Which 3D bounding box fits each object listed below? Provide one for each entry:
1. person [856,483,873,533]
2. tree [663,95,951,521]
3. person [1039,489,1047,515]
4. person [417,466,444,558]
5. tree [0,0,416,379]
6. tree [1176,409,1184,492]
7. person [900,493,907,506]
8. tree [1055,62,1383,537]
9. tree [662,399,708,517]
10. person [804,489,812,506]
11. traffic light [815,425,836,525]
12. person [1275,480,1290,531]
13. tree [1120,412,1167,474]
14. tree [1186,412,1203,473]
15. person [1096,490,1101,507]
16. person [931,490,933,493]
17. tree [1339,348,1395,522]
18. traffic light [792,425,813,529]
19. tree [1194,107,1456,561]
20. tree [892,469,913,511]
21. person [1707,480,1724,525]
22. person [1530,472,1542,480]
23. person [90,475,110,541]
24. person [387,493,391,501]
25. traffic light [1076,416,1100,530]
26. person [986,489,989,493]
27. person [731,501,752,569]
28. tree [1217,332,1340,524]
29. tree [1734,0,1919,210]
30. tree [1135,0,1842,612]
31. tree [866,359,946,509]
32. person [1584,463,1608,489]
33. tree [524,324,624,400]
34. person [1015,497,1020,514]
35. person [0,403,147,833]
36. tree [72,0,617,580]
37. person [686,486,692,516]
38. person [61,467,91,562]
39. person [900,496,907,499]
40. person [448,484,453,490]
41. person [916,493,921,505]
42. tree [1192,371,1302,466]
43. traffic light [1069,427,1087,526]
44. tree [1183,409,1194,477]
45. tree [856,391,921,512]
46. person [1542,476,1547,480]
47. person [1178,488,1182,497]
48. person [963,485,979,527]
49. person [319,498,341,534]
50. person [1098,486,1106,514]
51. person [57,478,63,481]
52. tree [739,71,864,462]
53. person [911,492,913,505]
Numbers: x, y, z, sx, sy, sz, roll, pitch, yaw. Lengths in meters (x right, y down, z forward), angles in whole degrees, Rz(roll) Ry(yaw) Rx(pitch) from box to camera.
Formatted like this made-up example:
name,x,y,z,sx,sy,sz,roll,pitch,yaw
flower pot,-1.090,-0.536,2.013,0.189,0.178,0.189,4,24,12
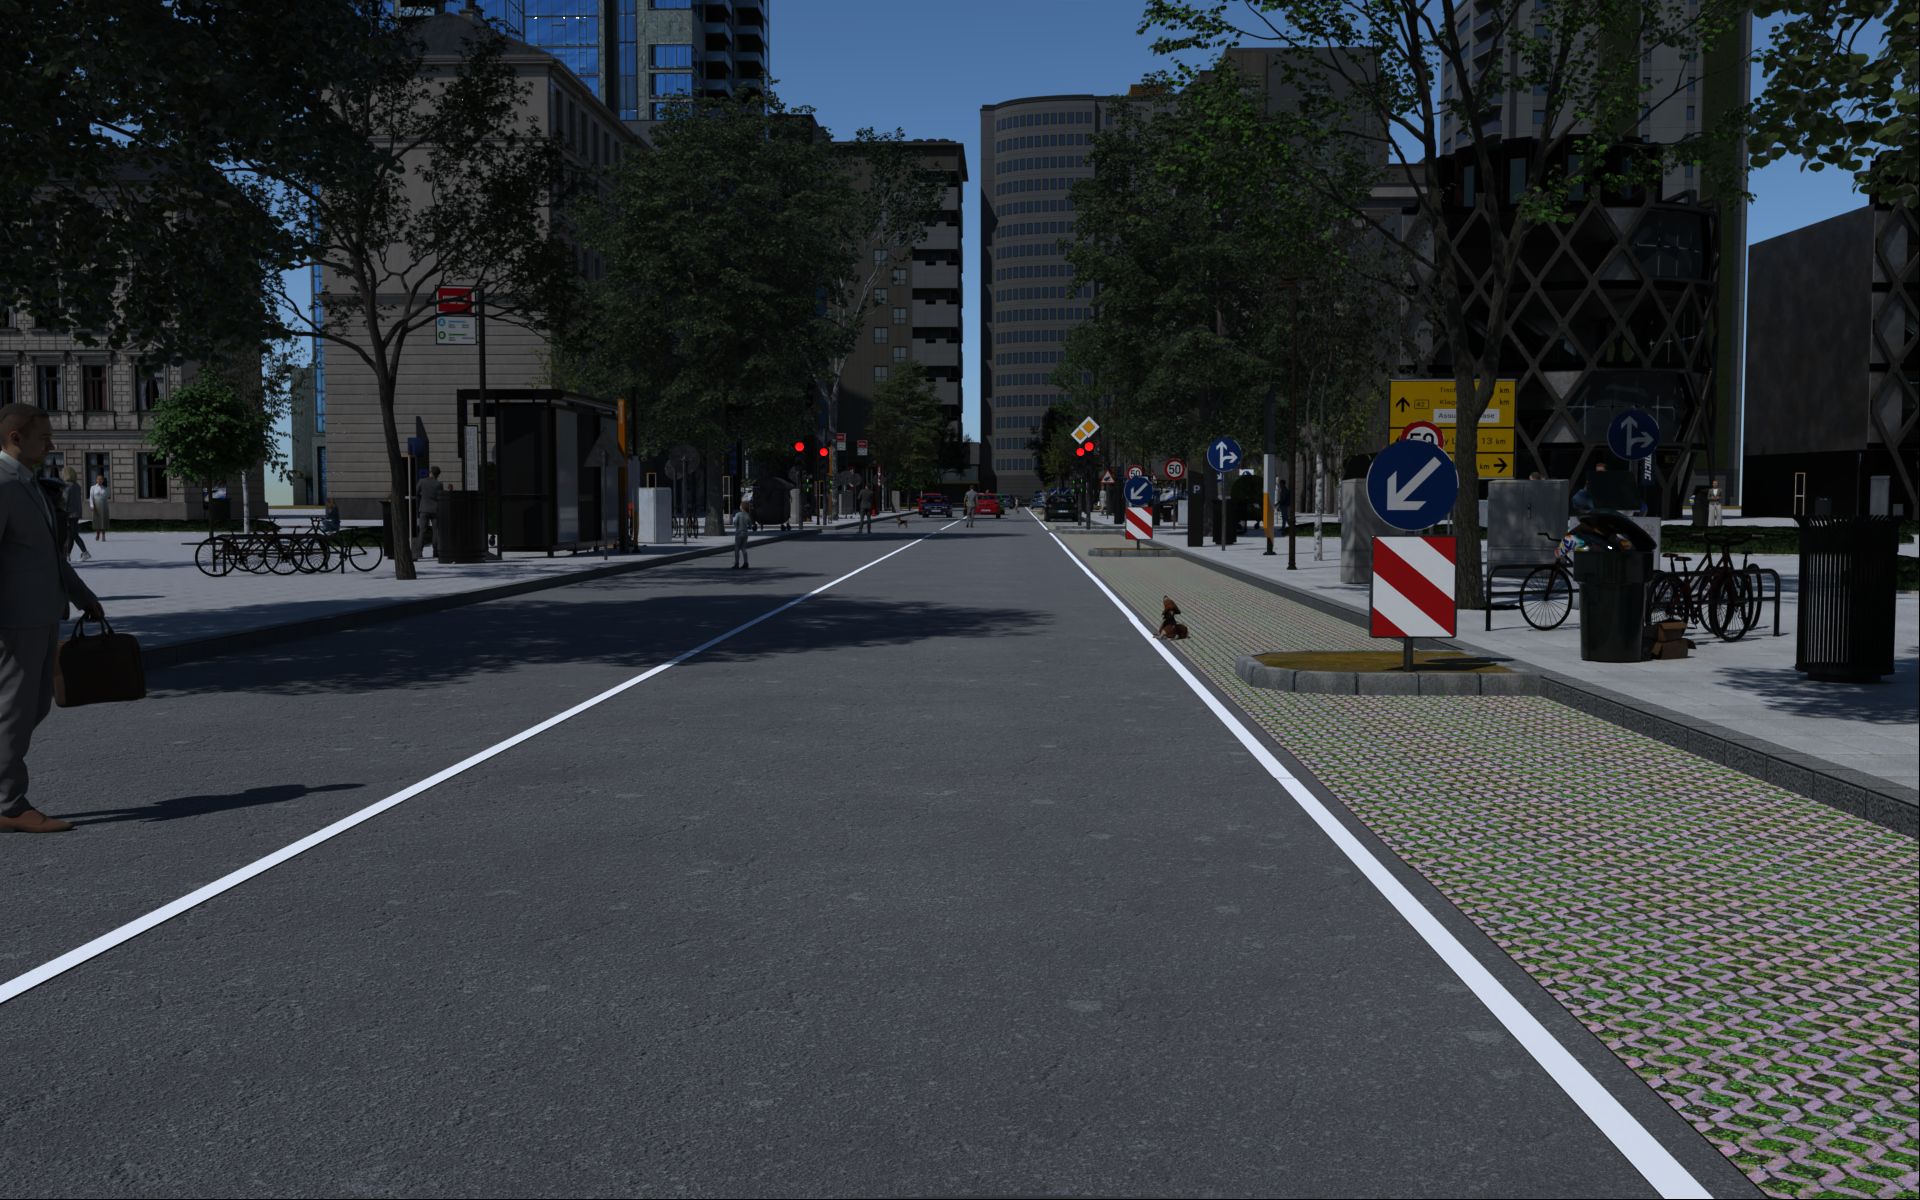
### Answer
name,x,y,z,sx,sy,sz,roll,pitch,yaw
person,-3.491,-3.375,63.484,0.655,1.846,0.447,-1,4,-17
tree,-7.372,-13.941,83.821,12.611,20.169,13.585,0,3,0
person,5.838,-6.771,119.292,0.778,1.811,0.616,0,4,7
person,-10.783,-1.792,35.141,0.655,1.846,0.447,-1,4,-18
tree,-8.395,-6.491,12.789,9.857,13.997,8.962,0,3,0
tree,17.607,-11.588,139.830,4.360,8.622,3.978,0,3,0
person,-5.985,-10.755,182.403,1.217,1.766,0.721,2,4,34
tree,7.649,-8.881,51.853,9.857,13.997,8.962,0,3,0
tree,-16.070,-9.521,106.038,4.737,8.622,4.395,0,3,0
person,-15.402,-10.324,175.367,0.617,1.759,0.750,1,4,22
traffic light,-5.502,-4.997,70.629,0.839,4.253,0.868,0,4,2
person,11.159,-3.253,59.579,0.721,1.781,0.623,0,4,4
tree,13.255,-10.660,124.647,4.737,8.622,4.395,0,3,0
tree,13.576,-8.232,84.955,4.737,8.622,4.395,0,3,0
person,13.459,-9.908,168.867,0.721,1.723,1.217,-1,4,-12
person,-3.523,-12.458,210.263,0.750,1.759,0.617,1,4,15
tree,17.709,-7.903,79.575,4.737,8.622,4.395,0,3,0
traffic light,-5.746,-4.509,62.648,0.839,4.253,0.868,0,4,2
tree,7.127,-5.060,33.097,4.360,8.622,3.978,0,3,0
tree,-4.315,-8.325,130.711,1.663,3.219,1.824,0,3,0
person,25.417,-3.162,58.287,0.519,1.759,0.362,2,4,29
person,10.986,-1.592,33.076,0.522,1.701,0.512,2,4,32
person,-23.369,-2.493,47.025,0.478,1.798,0.641,-2,4,-30
person,-15.793,-2.310,48.056,0.306,1.304,0.590,0,4,1
traffic light,4.611,-4.491,62.348,0.839,4.253,0.868,0,4,2
person,2.203,-8.039,140.036,0.694,1.812,0.767,-1,4,-10
person,-4.181,-1.237,33.009,0.394,1.301,0.425,2,4,31
tree,13.515,-7.573,74.176,4.737,8.622,4.395,0,3,0
tree,5.419,-5.393,6.295,7.486,12.596,7.792,0,3,0
tree,5.786,-5.716,19.207,9.928,11.665,9.643,0,3,0
tree,-4.580,-13.914,145.619,7.486,12.596,7.792,0,3,0
person,11.476,-1.552,31.334,0.836,1.842,0.656,2,4,32
tree,-16.564,-7.600,74.629,4.737,8.622,4.395,0,3,0
person,4.161,-6.820,125.020,0.382,1.210,0.505,0,4,2
person,-3.957,0.078,7.340,0.853,1.813,0.709,-1,4,-14
tree,-8.636,-5.589,25.786,7.601,10.594,8.767,1,4,16
person,-16.263,-5.890,102.689,0.694,1.780,0.624,2,4,33
person,-16.806,-1.619,32.699,0.728,1.800,0.709,0,4,4
person,-6.190,-10.806,185.949,0.991,1.433,0.599,-1,4,-17
person,-23.064,-4.377,78.203,0.643,1.750,0.593,-1,4,-18
person,-4.659,-11.470,196.769,0.628,1.438,0.799,0,4,2
tree,18.669,-10.875,112.225,7.601,10.594,8.767,0,4,2
traffic light,4.855,-4.979,70.329,0.839,4.253,0.868,0,4,2
tree,18.753,-10.442,121.084,4.360,8.622,3.978,0,3,0
tree,-5.253,-10.599,123.659,4.360,8.622,3.978,0,3,0
person,18.275,-2.937,54.158,0.850,1.850,0.679,0,4,-5
person,16.905,-7.771,133.442,0.601,1.785,0.444,-2,4,-32
person,0.479,-4.027,74.465,0.709,1.813,0.853,0,4,5
person,-20.156,-2.675,55.285,0.738,1.151,1.012,-1,4,-19
person,9.018,-6.317,109.680,0.624,1.780,0.694,-3,5,-41
person,-28.354,-2.952,54.559,0.600,1.795,0.529,-2,4,-33
tree,-7.597,-8.919,52.477,9.857,13.997,8.962,0,3,0
person,-5.895,-12.334,209.174,0.415,1.643,0.593,2,4,27
